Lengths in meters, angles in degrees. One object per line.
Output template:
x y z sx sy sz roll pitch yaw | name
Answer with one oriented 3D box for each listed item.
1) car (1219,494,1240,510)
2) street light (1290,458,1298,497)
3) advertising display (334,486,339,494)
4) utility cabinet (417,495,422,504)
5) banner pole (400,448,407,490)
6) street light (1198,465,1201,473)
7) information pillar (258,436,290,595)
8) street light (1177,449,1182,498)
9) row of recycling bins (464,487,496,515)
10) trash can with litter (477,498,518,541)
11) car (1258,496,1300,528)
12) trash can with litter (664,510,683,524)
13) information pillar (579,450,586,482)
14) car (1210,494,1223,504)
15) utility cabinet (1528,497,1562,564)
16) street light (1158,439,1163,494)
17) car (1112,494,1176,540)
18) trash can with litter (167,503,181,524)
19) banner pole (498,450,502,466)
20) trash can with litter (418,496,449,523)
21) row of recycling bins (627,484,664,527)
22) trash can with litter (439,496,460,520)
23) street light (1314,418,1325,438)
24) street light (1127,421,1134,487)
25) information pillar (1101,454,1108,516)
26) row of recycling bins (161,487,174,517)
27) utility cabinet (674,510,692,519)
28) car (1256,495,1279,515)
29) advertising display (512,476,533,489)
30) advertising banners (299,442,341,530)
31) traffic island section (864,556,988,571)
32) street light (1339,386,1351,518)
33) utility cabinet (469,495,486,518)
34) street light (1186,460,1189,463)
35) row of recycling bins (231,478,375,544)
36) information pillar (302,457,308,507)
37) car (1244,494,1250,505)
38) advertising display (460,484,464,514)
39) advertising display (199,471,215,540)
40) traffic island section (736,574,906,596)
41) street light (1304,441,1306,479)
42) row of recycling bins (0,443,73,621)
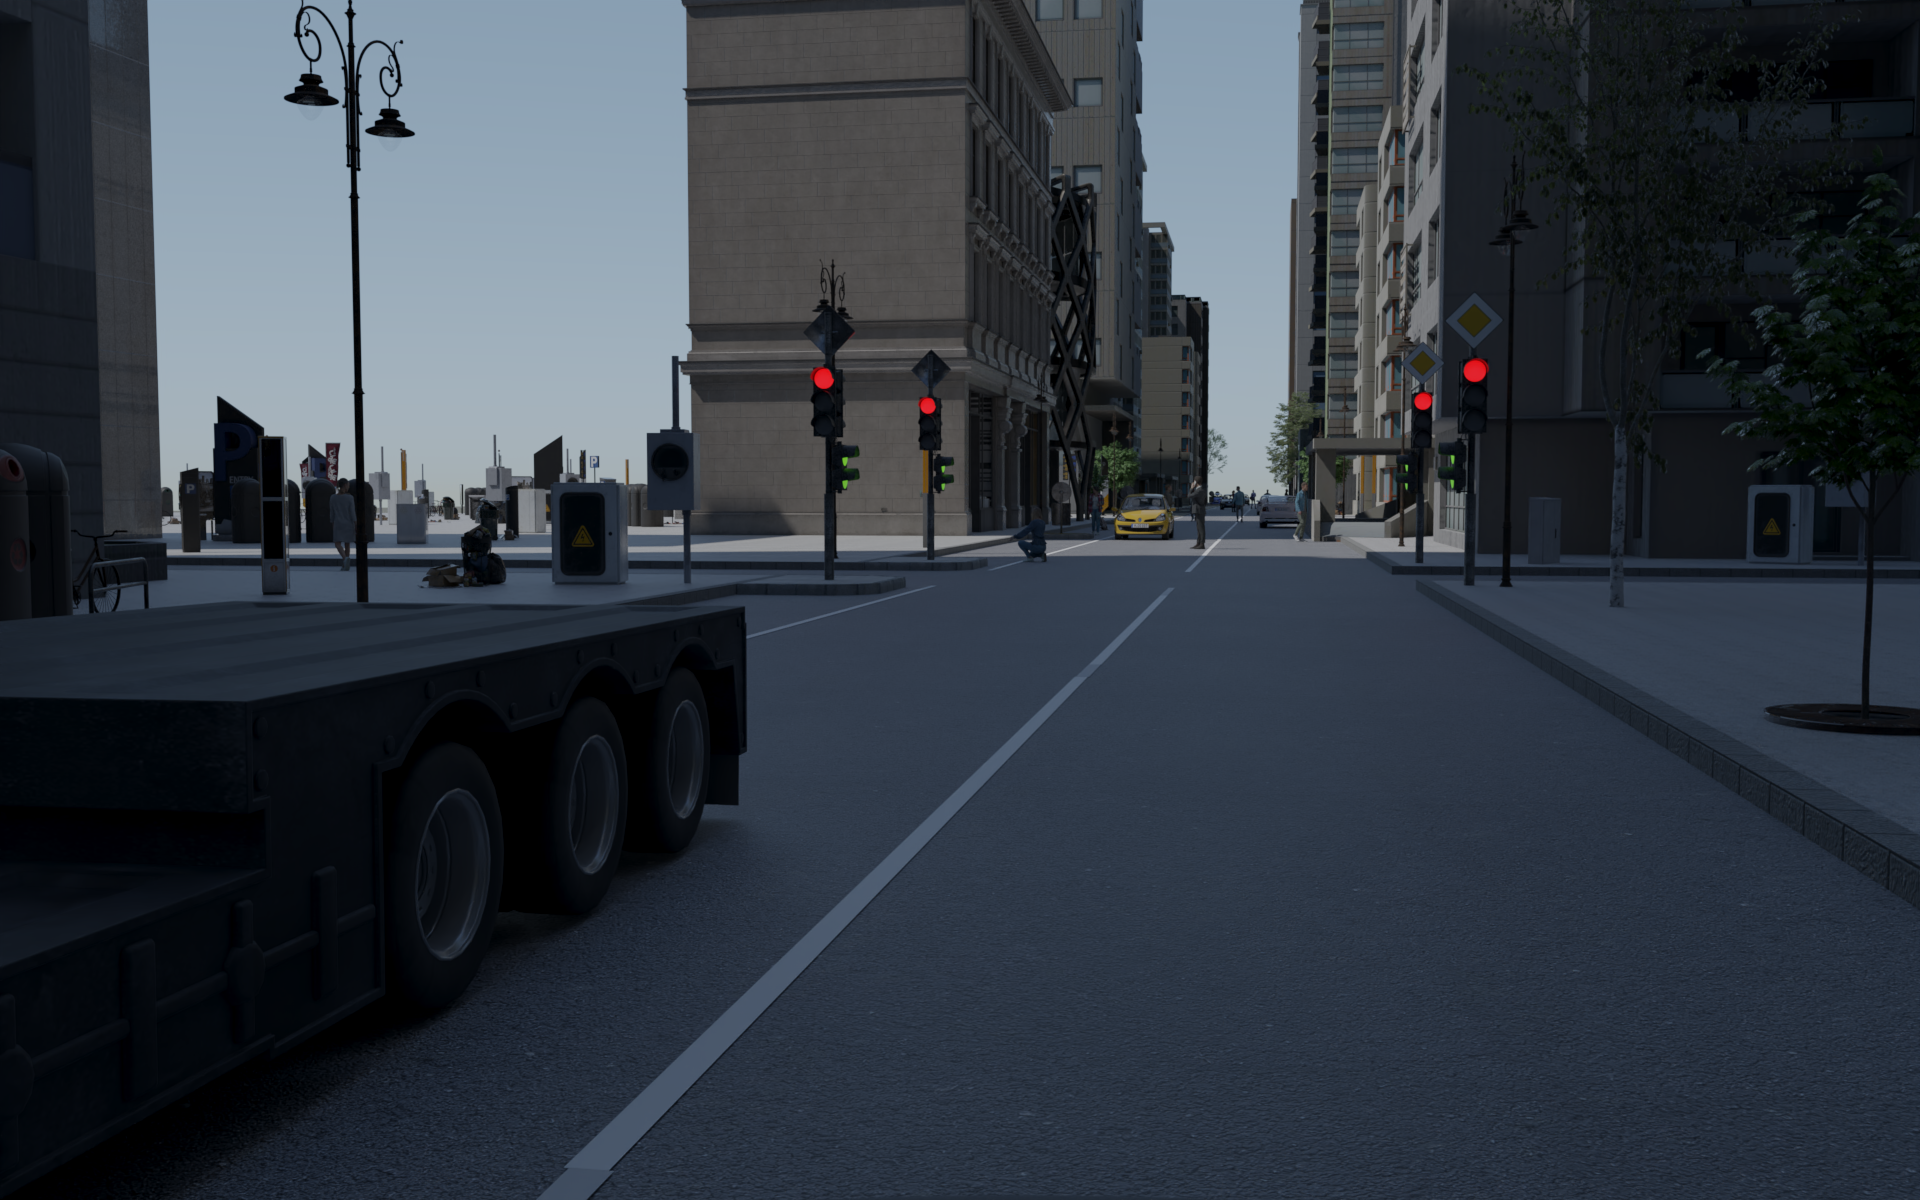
24.828 -9.135 159.146 2.009 1.686 4.222 1 4 12 | car
38.485 -13.849 199.210 0.468 5.910 1.993 1 4 10 | street light
-29.034 -4.597 80.371 0.123 1.923 0.974 0 4 -2 | advertising display
-32.032 -5.605 102.808 0.306 1.237 1.020 -1 4 -12 | utility cabinet
-30.412 -6.403 94.703 0.401 3.779 0.863 -3 5 -44 | banner pole
30.929 -15.370 224.094 0.468 5.910 1.993 1 4 10 | street light
-8.740 -1.076 22.081 0.304 2.012 0.304 -1 4 -14 | information pillar
22.021 -12.285 173.651 0.468 5.910 1.993 1 4 10 | street light
-29.326 -6.054 106.101 1.069 1.692 3.534 0 4 7 | row of recycling bins
-12.816 -2.239 48.001 1.055 1.170 0.624 -2 4 -23 | trash can with litter
13.803 -3.781 74.188 2.083 1.381 4.827 1 4 11 | car
-12.123 -3.821 73.525 2.233 1.210 1.678 1 4 15 | trash can with litter
-19.776 -6.088 90.887 0.183 3.616 0.504 2 4 25 | information pillar
34.045 -13.434 229.236 1.945 1.707 3.694 1 4 12 | car
10.811 -1.275 32.001 0.306 1.237 1.020 3 4 36 | utility cabinet
16.439 -10.343 141.896 0.468 5.910 1.993 1 4 10 | street light
5.889 -2.750 55.184 2.015 1.641 3.980 1 4 10 | car
-33.134 -3.811 73.703 0.624 1.170 1.055 3 4 36 | trash can with litter
-25.998 -6.603 97.976 0.401 3.779 0.863 0 4 -3 | banner pole
-24.101 -4.118 78.393 2.233 1.210 1.678 2 4 26 | trash can with litter
-12.651 -3.766 68.691 1.069 1.692 3.534 -2 4 -27 | row of recycling bins
-25.269 -4.555 85.855 0.624 1.170 1.055 1 4 15 | trash can with litter
21.964 -8.128 105.672 0.468 5.910 1.993 1 4 10 | street light
10.820 -8.401 110.147 0.468 5.910 1.993 1 4 10 | street light
8.534 -6.792 102.406 0.504 3.616 0.183 -2 4 -28 | information pillar
-46.427 -5.557 97.963 3.534 1.692 1.069 -1 4 -21 | row of recycling bins
-13.871 -4.826 87.587 1.173 1.500 0.318 -1 4 -21 | utility cabinet
21.435 -6.546 119.381 2.083 1.381 4.827 1 4 12 | car
-15.723 -3.474 62.011 0.123 1.923 0.974 3 5 40 | advertising display
-22.010 -3.827 58.754 2.074 3.025 0.090 0 4 1 | advertising banners
-0.592 -0.705 33.806 2.009 0.180 2.903 1 4 10 | traffic island section
16.400 -6.185 73.914 0.468 5.910 1.993 1 4 10 | street light
-26.114 -5.061 93.907 1.020 1.237 0.306 1 4 23 | utility cabinet
25.130 -13.380 191.557 0.468 5.910 1.993 1 4 10 | street light
-17.330 -2.364 45.761 3.534 1.692 1.069 -2 4 -27 | row of recycling bins
-38.696 -6.805 102.617 0.504 3.616 0.183 -1 4 -14 | information pillar
36.131 -12.930 221.184 2.009 1.686 4.222 1 4 11 | car
-32.291 -6.546 112.246 0.123 1.923 0.974 -1 4 -22 | advertising display
-21.075 -2.616 47.978 0.123 1.923 0.974 2 4 24 | advertising display
-1.977 -0.224 25.942 2.009 0.180 2.903 1 4 10 | traffic island section
29.665 -10.790 149.200 0.468 5.910 1.993 1 4 10 | street light
-7.468 -0.343 12.718 1.069 1.692 3.534 -1 4 -11 | row of recycling bins
